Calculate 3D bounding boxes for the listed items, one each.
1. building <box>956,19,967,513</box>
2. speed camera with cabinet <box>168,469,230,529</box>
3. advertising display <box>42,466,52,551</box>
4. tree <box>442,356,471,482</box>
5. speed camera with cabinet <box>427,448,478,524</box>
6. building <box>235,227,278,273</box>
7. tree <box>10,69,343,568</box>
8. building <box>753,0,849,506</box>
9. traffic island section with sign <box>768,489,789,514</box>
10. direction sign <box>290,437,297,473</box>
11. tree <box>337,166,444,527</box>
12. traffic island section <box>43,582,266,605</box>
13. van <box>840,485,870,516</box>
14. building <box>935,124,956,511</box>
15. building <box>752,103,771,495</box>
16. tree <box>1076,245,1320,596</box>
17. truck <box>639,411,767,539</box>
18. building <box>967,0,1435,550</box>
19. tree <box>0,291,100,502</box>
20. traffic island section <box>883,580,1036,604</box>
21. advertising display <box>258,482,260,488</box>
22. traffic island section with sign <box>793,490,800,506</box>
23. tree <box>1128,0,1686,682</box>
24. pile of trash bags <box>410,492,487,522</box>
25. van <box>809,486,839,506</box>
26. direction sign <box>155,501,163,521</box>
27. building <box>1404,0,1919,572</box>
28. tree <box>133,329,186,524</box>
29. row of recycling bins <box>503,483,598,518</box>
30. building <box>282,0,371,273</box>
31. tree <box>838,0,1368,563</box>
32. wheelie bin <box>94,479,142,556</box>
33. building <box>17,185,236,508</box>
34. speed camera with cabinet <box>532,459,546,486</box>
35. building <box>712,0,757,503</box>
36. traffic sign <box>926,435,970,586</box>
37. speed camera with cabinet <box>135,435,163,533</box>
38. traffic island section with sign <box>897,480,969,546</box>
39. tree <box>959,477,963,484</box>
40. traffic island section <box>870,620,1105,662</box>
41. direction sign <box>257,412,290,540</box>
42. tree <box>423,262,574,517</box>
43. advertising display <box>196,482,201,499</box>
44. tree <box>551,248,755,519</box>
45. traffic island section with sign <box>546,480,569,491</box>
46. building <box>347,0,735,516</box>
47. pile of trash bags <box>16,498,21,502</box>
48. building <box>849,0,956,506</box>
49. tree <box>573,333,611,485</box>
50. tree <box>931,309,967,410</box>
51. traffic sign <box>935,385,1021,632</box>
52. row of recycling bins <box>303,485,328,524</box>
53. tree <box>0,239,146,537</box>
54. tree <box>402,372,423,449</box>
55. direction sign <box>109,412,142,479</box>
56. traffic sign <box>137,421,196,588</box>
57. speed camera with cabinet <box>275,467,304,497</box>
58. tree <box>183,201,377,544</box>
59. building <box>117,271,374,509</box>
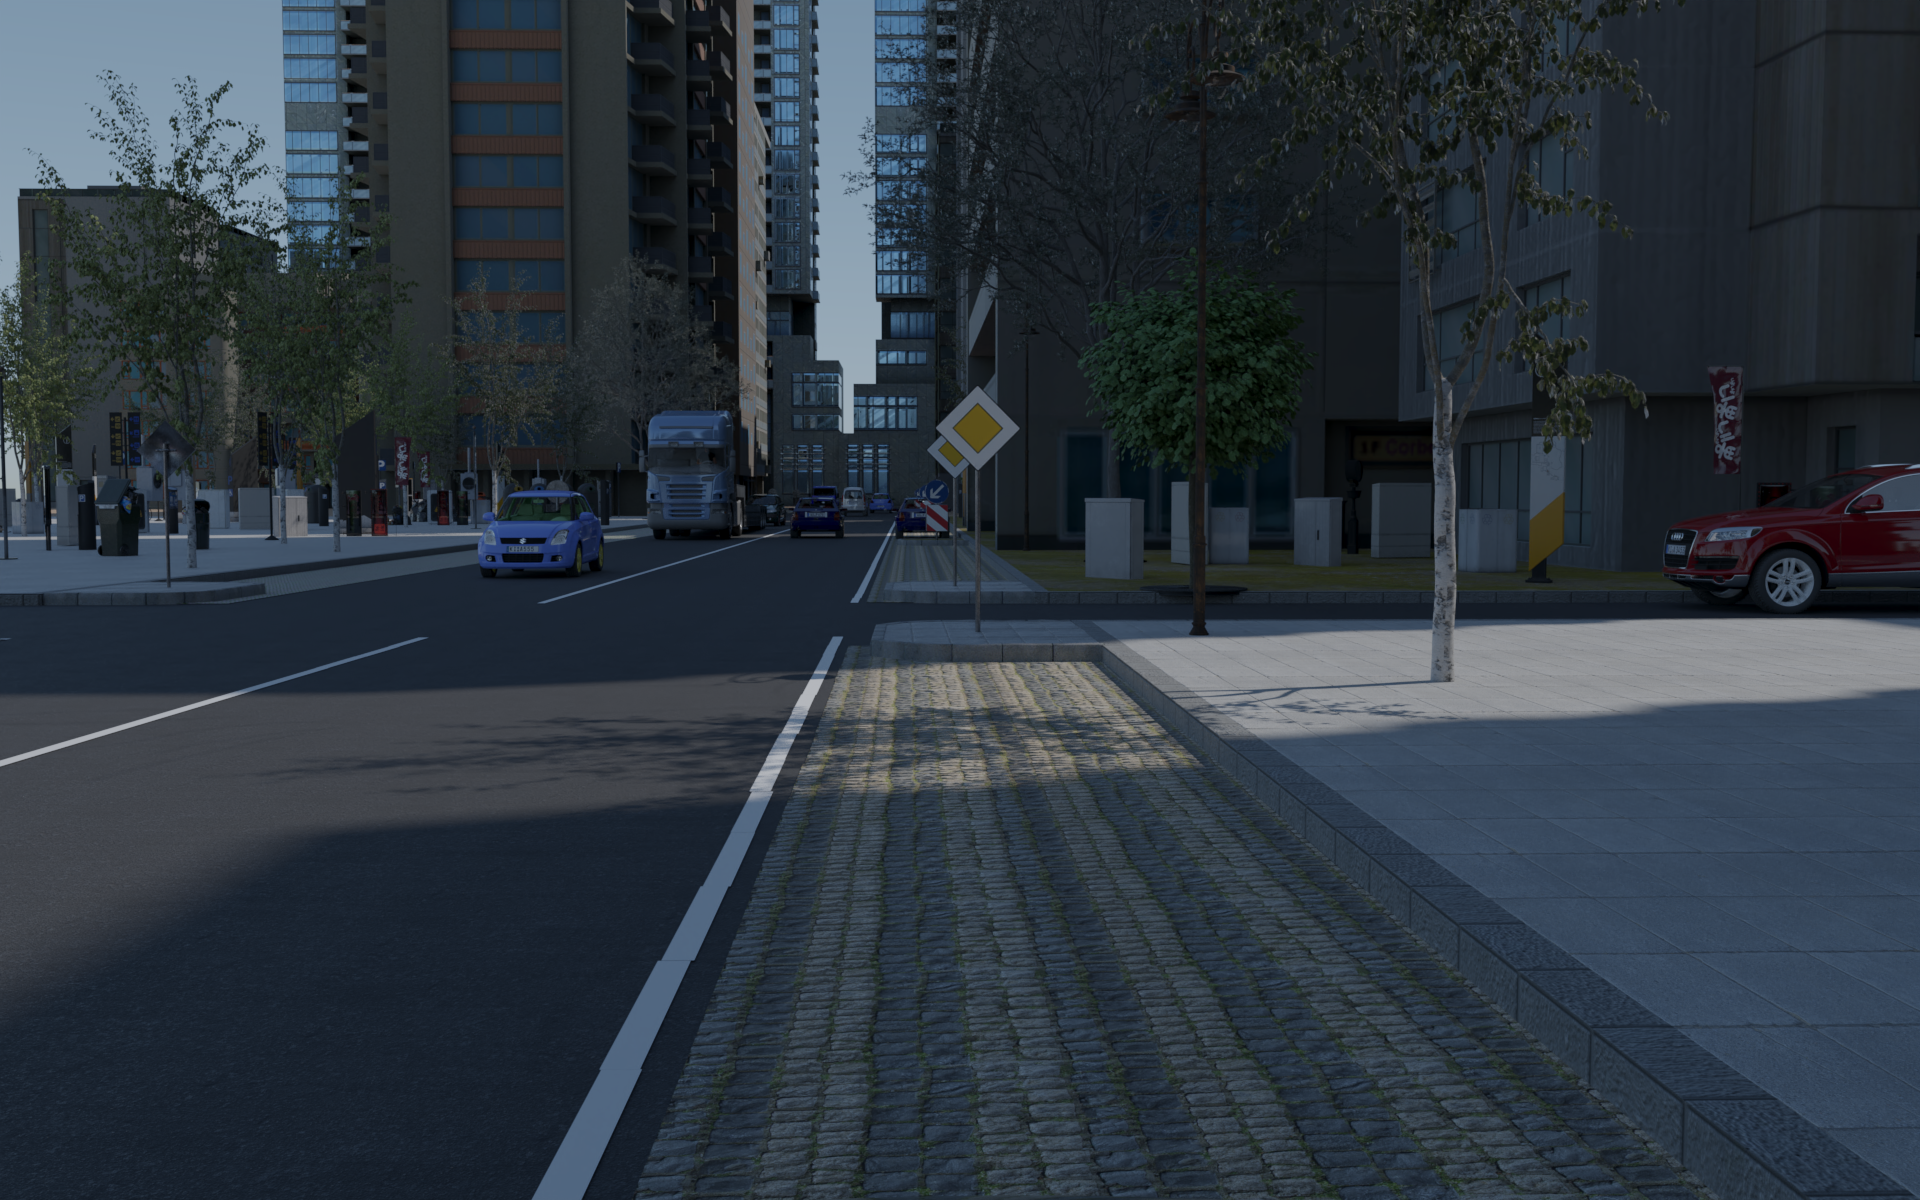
[{"bbox_3d":[10.249,-35.111,116.068,21.231,58.520,28.212,0,4,-2],"label":"building"},{"bbox_3d":[-28.209,-4.270,64.149,2.038,3.252,0.660,-1,4,-9],"label":"speed camera with cabinet"},{"bbox_3d":[-20.813,-2.096,39.485,0.123,1.923,0.974,-2,4,-30],"label":"advertising display"},{"bbox_3d":[-21.195,-7.102,66.477,4.737,8.622,4.395,0,3,0],"label":"tree"},{"bbox_3d":[-21.540,-4.843,73.512,2.038,3.252,0.660,-1,4,-12],"label":"speed camera with cabinet"},{"bbox_3d":[-82.812,-25.403,187.033,14.107,30.474,14.160,0,4,-2],"label":"building"},{"bbox_3d":[-13.529,-4.851,29.679,4.737,8.622,4.395,0,3,0],"label":"tree"},{"bbox_3d":[-28.653,-53.730,191.152,31.000,86.520,22.319,0,4,-2],"label":"building"},{"bbox_3d":[-13.556,-7.162,125.719,1.989,1.847,2.006,0,4,-2],"label":"traffic island section with sign"},{"bbox_3d":[-26.861,-4.719,69.146,0.876,3.537,0.379,-2,4,-35],"label":"direction sign"},{"bbox_3d":[-14.054,-5.366,38.100,4.737,8.622,4.395,0,3,0],"label":"tree"},{"bbox_3d":[-10.885,-0.092,23.784,2.009,0.180,2.903,0,4,-2],"label":"traffic island section"},{"bbox_3d":[-6.837,-6.443,112.359,2.013,2.044,4.112,0,4,-1],"label":"van"},{"bbox_3d":[5.234,-22.418,138.237,14.160,30.474,14.107,0,4,-2],"label":"building"},{"bbox_3d":[-29.751,-28.488,157.656,23.993,40.220,32.217,0,4,-2],"label":"building"},{"bbox_3d":[3.189,-2.407,23.072,4.285,4.588,4.351,0,3,0],"label":"tree"},{"bbox_3d":[-8.761,-4.404,61.770,2.967,4.110,18.799,0,4,-2],"label":"truck"},{"bbox_3d":[11.186,-26.004,48.872,21.300,48.544,21.600,0,4,-2],"label":"building"},{"bbox_3d":[-33.379,-6.878,62.812,4.360,8.622,3.978,0,3,0],"label":"tree"},{"bbox_3d":[-0.048,-0.111,24.096,2.009,0.180,2.903,0,4,-2],"label":"traffic island section"},{"bbox_3d":[-37.826,-5.381,93.187,0.123,1.923,0.974,0,4,-7],"label":"advertising display"},{"bbox_3d":[-14.351,-8.810,152.663,1.989,1.847,2.006,0,4,-2],"label":"traffic island section with sign"},{"bbox_3d":[3.142,-3.736,11.451,4.360,8.622,3.978,0,3,0],"label":"tree"},{"bbox_3d":[-23.777,-4.330,80.543,3.447,1.369,1.912,-2,4,-25],"label":"pile of trash bags"},{"bbox_3d":[-10.020,-7.585,128.391,2.240,2.365,5.245,0,4,-2],"label":"van"},{"bbox_3d":[-37.748,-5.473,81.485,0.379,3.537,0.876,-1,4,-14],"label":"direction sign"},{"bbox_3d":[16.755,-21.221,30.562,14.086,41.232,14.154,0,4,-2],"label":"building"},{"bbox_3d":[-33.649,-7.583,74.350,4.360,8.622,3.978,0,3,0],"label":"tree"},{"bbox_3d":[-15.501,-3.578,65.613,3.534,1.692,1.069,-1,4,-11],"label":"row of recycling bins"},{"bbox_3d":[-60.397,-53.682,190.373,31.000,86.520,22.319,0,4,-2],"label":"building"},{"bbox_3d":[2.851,-7.454,32.238,12.009,13.543,11.850,0,3,0],"label":"tree"},{"bbox_3d":[-17.460,-1.714,35.933,0.980,1.594,0.693,1,4,20],"label":"wheelie bin"},{"bbox_3d":[-79.467,-24.118,166.035,14.107,30.474,14.160,0,4,-2],"label":"building"},{"bbox_3d":[-23.221,-6.367,98.441,2.038,3.252,0.660,0,4,1],"label":"speed camera with cabinet"},{"bbox_3d":[-23.427,-29.608,134.203,14.600,45.320,14.200,0,4,-2],"label":"building"},{"bbox_3d":[-0.072,-1.246,24.018,0.795,2.450,0.064,0,4,-2],"label":"traffic sign"},{"bbox_3d":[-27.065,-3.840,57.113,0.660,3.252,2.038,0,4,2],"label":"speed camera with cabinet"},{"bbox_3d":[-0.767,-2.450,48.684,1.989,1.847,2.006,0,4,-2],"label":"traffic island section with sign"},{"bbox_3d":[0.639,-6.558,101.830,1.663,3.219,1.824,0,3,0],"label":"tree"},{"bbox_3d":[0.186,0.377,16.114,2.009,0.180,2.903,0,4,-2],"label":"traffic island section"},{"bbox_3d":[-19.156,-3.431,48.099,0.379,3.537,0.876,1,4,19],"label":"direction sign"},{"bbox_3d":[-14.837,-6.458,55.952,4.360,8.622,3.978,0,3,0],"label":"tree"},{"bbox_3d":[-39.998,-5.235,90.808,0.123,1.923,0.974,-3,5,-43],"label":"advertising display"},{"bbox_3d":[-15.725,-10.846,87.709,12.009,13.543,11.850,0,3,0],"label":"tree"},{"bbox_3d":[-11.283,-2.432,48.386,1.989,1.847,2.006,0,4,-2],"label":"traffic island section with sign"},{"bbox_3d":[-26.550,-27.990,112.256,22.147,44.769,28.867,0,4,-2],"label":"building"},{"bbox_3d":[-53.167,-5.260,95.749,3.447,1.369,1.912,-3,4,-36],"label":"pile of trash bags"},{"bbox_3d":[2.331,-53.789,192.125,31.000,86.520,22.319,0,4,-2],"label":"building"},{"bbox_3d":[-17.068,-7.582,74.334,4.360,8.622,3.978,0,3,0],"label":"tree"},{"bbox_3d":[1.062,-7.029,65.288,4.360,8.622,3.978,0,3,0],"label":"tree"},{"bbox_3d":[0.163,-0.758,16.036,0.795,2.450,0.064,0,4,-2],"label":"traffic sign"},{"bbox_3d":[-28.539,-4.247,76.548,1.069,1.692,3.534,-2,4,-28],"label":"row of recycling bins"},{"bbox_3d":[-28.062,-6.218,52.027,4.737,8.622,4.395,0,3,0],"label":"tree"},{"bbox_3d":[-28.778,-8.914,96.105,4.360,8.622,3.978,0,3,0],"label":"tree"},{"bbox_3d":[-23.077,-3.422,47.953,0.876,3.537,0.379,0,4,5],"label":"direction sign"},{"bbox_3d":[-10.862,-1.228,23.723,0.795,2.450,0.064,0,4,-2],"label":"traffic sign"},{"bbox_3d":[-23.758,-4.103,61.423,0.660,3.252,2.038,-2,4,-32],"label":"speed camera with cabinet"},{"bbox_3d":[-17.261,-5.765,44.613,4.360,8.622,3.978,0,3,0],"label":"tree"},{"bbox_3d":[-56.776,-19.259,159.931,28.899,21.520,27.650,0,4,-2],"label":"building"}]
